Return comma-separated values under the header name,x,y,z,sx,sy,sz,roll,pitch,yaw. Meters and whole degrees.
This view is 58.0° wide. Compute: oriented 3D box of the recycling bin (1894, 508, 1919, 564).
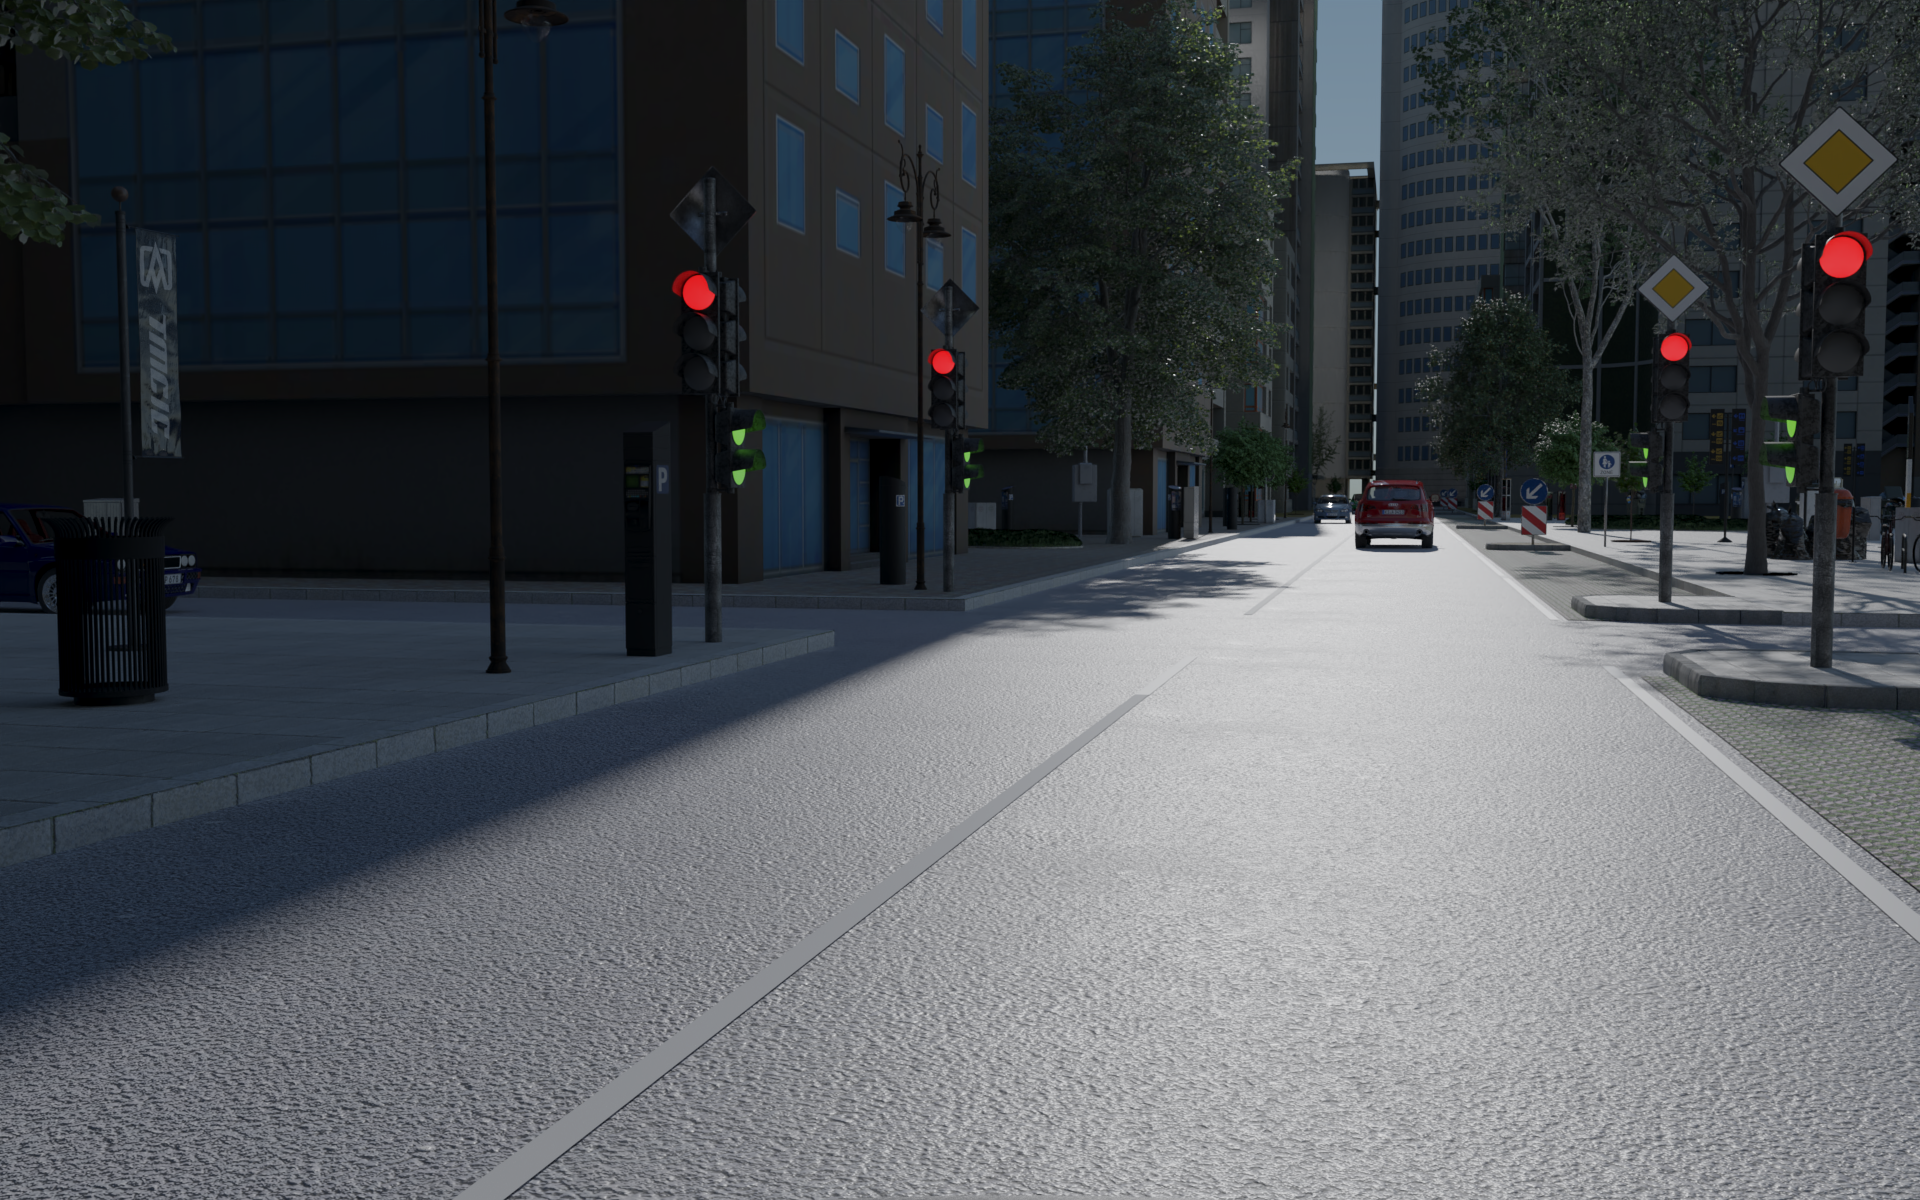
name,x,y,z,sx,sy,sz,roll,pitch,yaw
recycling bin,17.980,-1.207,32.287,0.722,1.027,0.722,-1,4,-15

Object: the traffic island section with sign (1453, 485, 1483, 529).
name,x,y,z,sx,sy,sz,roll,pitch,yaw
traffic island section with sign,21.341,-3.804,70.830,1.989,1.847,2.006,1,4,14

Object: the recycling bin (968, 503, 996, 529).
name,x,y,z,sx,sy,sz,roll,pitch,yaw
recycling bin,0.566,-2.301,50.182,0.722,1.027,0.722,-2,4,-31

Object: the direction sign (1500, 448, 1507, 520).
name,x,y,z,sx,sy,sz,roll,pitch,yaw
direction sign,27.077,-5.752,86.044,0.379,3.537,0.876,2,4,24

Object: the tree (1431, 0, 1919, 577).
name,x,y,z,sx,sy,sz,roll,pitch,yaw
tree,12.586,-7.146,27.207,12.009,13.543,11.850,0,3,0

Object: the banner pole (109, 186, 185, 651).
name,x,y,z,sx,sy,sz,roll,pitch,yaw
banner pole,-6.766,-1.492,14.412,0.401,3.779,0.863,1,4,17

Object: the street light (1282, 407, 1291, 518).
name,x,y,z,sx,sy,sz,roll,pitch,yaw
street light,17.317,-7.295,92.066,0.468,5.910,1.993,1,4,14

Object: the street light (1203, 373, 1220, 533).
name,x,y,z,sx,sy,sz,roll,pitch,yaw
street light,8.302,-5.165,57.238,0.468,5.910,1.993,1,4,14

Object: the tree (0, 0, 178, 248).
name,x,y,z,sx,sy,sz,roll,pitch,yaw
tree,-6.041,-5.369,5.914,7.486,12.596,7.792,0,3,0

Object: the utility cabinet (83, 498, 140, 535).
name,x,y,z,sx,sy,sz,roll,pitch,yaw
utility cabinet,-12.483,-0.876,25.485,1.020,1.237,0.306,2,4,35

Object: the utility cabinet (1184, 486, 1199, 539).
name,x,y,z,sx,sy,sz,roll,pitch,yaw
utility cabinet,6.620,-2.507,49.664,0.318,1.500,1.173,1,4,14

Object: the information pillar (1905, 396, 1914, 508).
name,x,y,z,sx,sy,sz,roll,pitch,yaw
information pillar,22.712,-3.064,41.454,0.183,3.616,0.504,2,4,25

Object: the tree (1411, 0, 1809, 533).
name,x,y,z,sx,sy,sz,roll,pitch,yaw
tree,21.988,-12.251,56.187,12.611,20.169,13.585,0,3,0

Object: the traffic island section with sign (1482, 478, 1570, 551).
name,x,y,z,sx,sy,sz,roll,pitch,yaw
traffic island section with sign,14.540,-2.188,44.396,1.989,1.847,2.006,1,4,14

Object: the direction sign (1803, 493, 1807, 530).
name,x,y,z,sx,sy,sz,roll,pitch,yaw
direction sign,21.461,-3.176,43.930,0.379,3.537,0.876,3,4,36

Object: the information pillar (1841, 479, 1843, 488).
name,x,y,z,sx,sy,sz,roll,pitch,yaw
information pillar,43.653,-4.995,86.152,0.304,2.012,0.304,-1,4,-21

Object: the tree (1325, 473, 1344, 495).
name,x,y,z,sx,sy,sz,roll,pitch,yaw
tree,34.209,-10.025,158.505,1.663,3.219,1.824,0,3,0

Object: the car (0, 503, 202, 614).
name,x,y,z,sx,sy,sz,roll,pitch,yaw
car,-11.224,-0.501,20.774,3.894,1.354,1.945,1,4,13

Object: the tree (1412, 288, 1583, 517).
name,x,y,z,sx,sy,sz,roll,pitch,yaw
tree,30.308,-11.005,96.943,9.611,12.733,9.660,0,3,0

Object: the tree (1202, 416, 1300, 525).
name,x,y,z,sx,sy,sz,roll,pitch,yaw
tree,11.792,-5.423,72.380,4.285,4.588,4.351,0,3,0

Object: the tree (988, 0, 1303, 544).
name,x,y,z,sx,sy,sz,roll,pitch,yaw
tree,4.139,-8.422,44.351,9.857,13.997,8.962,0,3,0

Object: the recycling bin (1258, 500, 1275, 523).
name,x,y,z,sx,sy,sz,roll,pitch,yaw
recycling bin,13.441,-3.879,75.970,0.722,1.027,0.722,1,4,14

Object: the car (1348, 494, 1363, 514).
name,x,y,z,sx,sy,sz,roll,pitch,yaw
car,29.674,-7.282,127.854,1.959,1.807,4.718,1,4,13

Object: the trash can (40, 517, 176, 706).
name,x,y,z,sx,sy,sz,roll,pitch,yaw
trash can,-5.221,0.061,10.660,0.748,1.137,0.748,0,3,0

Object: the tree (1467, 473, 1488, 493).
name,x,y,z,sx,sy,sz,roll,pitch,yaw
tree,38.214,-8.156,127.945,1.663,3.219,1.824,0,3,0

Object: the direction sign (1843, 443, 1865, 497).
name,x,y,z,sx,sy,sz,roll,pitch,yaw
direction sign,39.962,-5.228,77.471,0.876,3.537,0.379,3,5,41

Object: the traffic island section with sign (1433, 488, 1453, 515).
name,x,y,z,sx,sy,sz,roll,pitch,yaw
traffic island section with sign,33.904,-6.792,119.672,1.989,1.847,2.006,1,4,14

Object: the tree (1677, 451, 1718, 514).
name,x,y,z,sx,sy,sz,roll,pitch,yaw
tree,32.484,-5.029,76.820,1.663,3.219,1.824,0,3,0

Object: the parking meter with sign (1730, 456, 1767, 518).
name,x,y,z,sx,sy,sz,roll,pitch,yaw
parking meter with sign,36.142,-5.069,79.147,1.738,3.016,0.543,0,4,6

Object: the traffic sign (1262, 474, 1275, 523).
name,x,y,z,sx,sy,sz,roll,pitch,yaw
traffic sign,13.315,-4.610,75.474,0.768,2.556,0.104,1,4,19

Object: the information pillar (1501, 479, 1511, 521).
name,x,y,z,sx,sy,sz,roll,pitch,yaw
information pillar,26.367,-4.839,83.616,0.304,2.012,0.304,-2,4,-29

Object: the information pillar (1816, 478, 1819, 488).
name,x,y,z,sx,sy,sz,roll,pitch,yaw
information pillar,38.792,-4.502,78.094,0.304,2.012,0.304,0,4,1

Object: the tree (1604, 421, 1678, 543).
name,x,y,z,sx,sy,sz,roll,pitch,yaw
tree,17.871,-3.141,45.951,1.663,3.219,1.824,0,3,0

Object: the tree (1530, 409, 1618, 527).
name,x,y,z,sx,sy,sz,roll,pitch,yaw
tree,23.747,-5.094,66.997,4.285,4.588,4.351,0,3,0

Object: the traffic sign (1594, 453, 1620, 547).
name,x,y,z,sx,sy,sz,roll,pitch,yaw
traffic sign,15.641,-2.435,41.934,0.606,2.300,0.079,1,4,20

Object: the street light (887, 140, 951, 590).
name,x,y,z,sx,sy,sz,roll,pitch,yaw
street light,-0.529,-3.076,23.076,0.468,5.910,1.993,1,4,14

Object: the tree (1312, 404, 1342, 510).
name,x,y,z,sx,sy,sz,roll,pitch,yaw
tree,29.082,-11.709,141.808,4.737,8.622,4.395,0,3,0

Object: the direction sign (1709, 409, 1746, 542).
name,x,y,z,sx,sy,sz,roll,pitch,yaw
direction sign,20.372,-3.304,46.025,0.876,3.537,0.379,1,4,13

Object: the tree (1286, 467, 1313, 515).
name,x,y,z,sx,sy,sz,roll,pitch,yaw
tree,20.872,-6.938,108.045,1.663,3.219,1.824,0,3,0

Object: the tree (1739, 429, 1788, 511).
name,x,y,z,sx,sy,sz,roll,pitch,yaw
tree,39.580,-6.138,84.070,4.285,4.588,4.351,0,3,0

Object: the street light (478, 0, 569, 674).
name,x,y,z,sx,sy,sz,roll,pitch,yaw
street light,-3.317,-2.415,12.270,0.468,5.910,1.993,1,4,14

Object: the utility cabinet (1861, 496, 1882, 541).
name,x,y,z,sx,sy,sz,roll,pitch,yaw
utility cabinet,25.266,-2.258,48.086,0.306,1.237,1.020,1,4,14
